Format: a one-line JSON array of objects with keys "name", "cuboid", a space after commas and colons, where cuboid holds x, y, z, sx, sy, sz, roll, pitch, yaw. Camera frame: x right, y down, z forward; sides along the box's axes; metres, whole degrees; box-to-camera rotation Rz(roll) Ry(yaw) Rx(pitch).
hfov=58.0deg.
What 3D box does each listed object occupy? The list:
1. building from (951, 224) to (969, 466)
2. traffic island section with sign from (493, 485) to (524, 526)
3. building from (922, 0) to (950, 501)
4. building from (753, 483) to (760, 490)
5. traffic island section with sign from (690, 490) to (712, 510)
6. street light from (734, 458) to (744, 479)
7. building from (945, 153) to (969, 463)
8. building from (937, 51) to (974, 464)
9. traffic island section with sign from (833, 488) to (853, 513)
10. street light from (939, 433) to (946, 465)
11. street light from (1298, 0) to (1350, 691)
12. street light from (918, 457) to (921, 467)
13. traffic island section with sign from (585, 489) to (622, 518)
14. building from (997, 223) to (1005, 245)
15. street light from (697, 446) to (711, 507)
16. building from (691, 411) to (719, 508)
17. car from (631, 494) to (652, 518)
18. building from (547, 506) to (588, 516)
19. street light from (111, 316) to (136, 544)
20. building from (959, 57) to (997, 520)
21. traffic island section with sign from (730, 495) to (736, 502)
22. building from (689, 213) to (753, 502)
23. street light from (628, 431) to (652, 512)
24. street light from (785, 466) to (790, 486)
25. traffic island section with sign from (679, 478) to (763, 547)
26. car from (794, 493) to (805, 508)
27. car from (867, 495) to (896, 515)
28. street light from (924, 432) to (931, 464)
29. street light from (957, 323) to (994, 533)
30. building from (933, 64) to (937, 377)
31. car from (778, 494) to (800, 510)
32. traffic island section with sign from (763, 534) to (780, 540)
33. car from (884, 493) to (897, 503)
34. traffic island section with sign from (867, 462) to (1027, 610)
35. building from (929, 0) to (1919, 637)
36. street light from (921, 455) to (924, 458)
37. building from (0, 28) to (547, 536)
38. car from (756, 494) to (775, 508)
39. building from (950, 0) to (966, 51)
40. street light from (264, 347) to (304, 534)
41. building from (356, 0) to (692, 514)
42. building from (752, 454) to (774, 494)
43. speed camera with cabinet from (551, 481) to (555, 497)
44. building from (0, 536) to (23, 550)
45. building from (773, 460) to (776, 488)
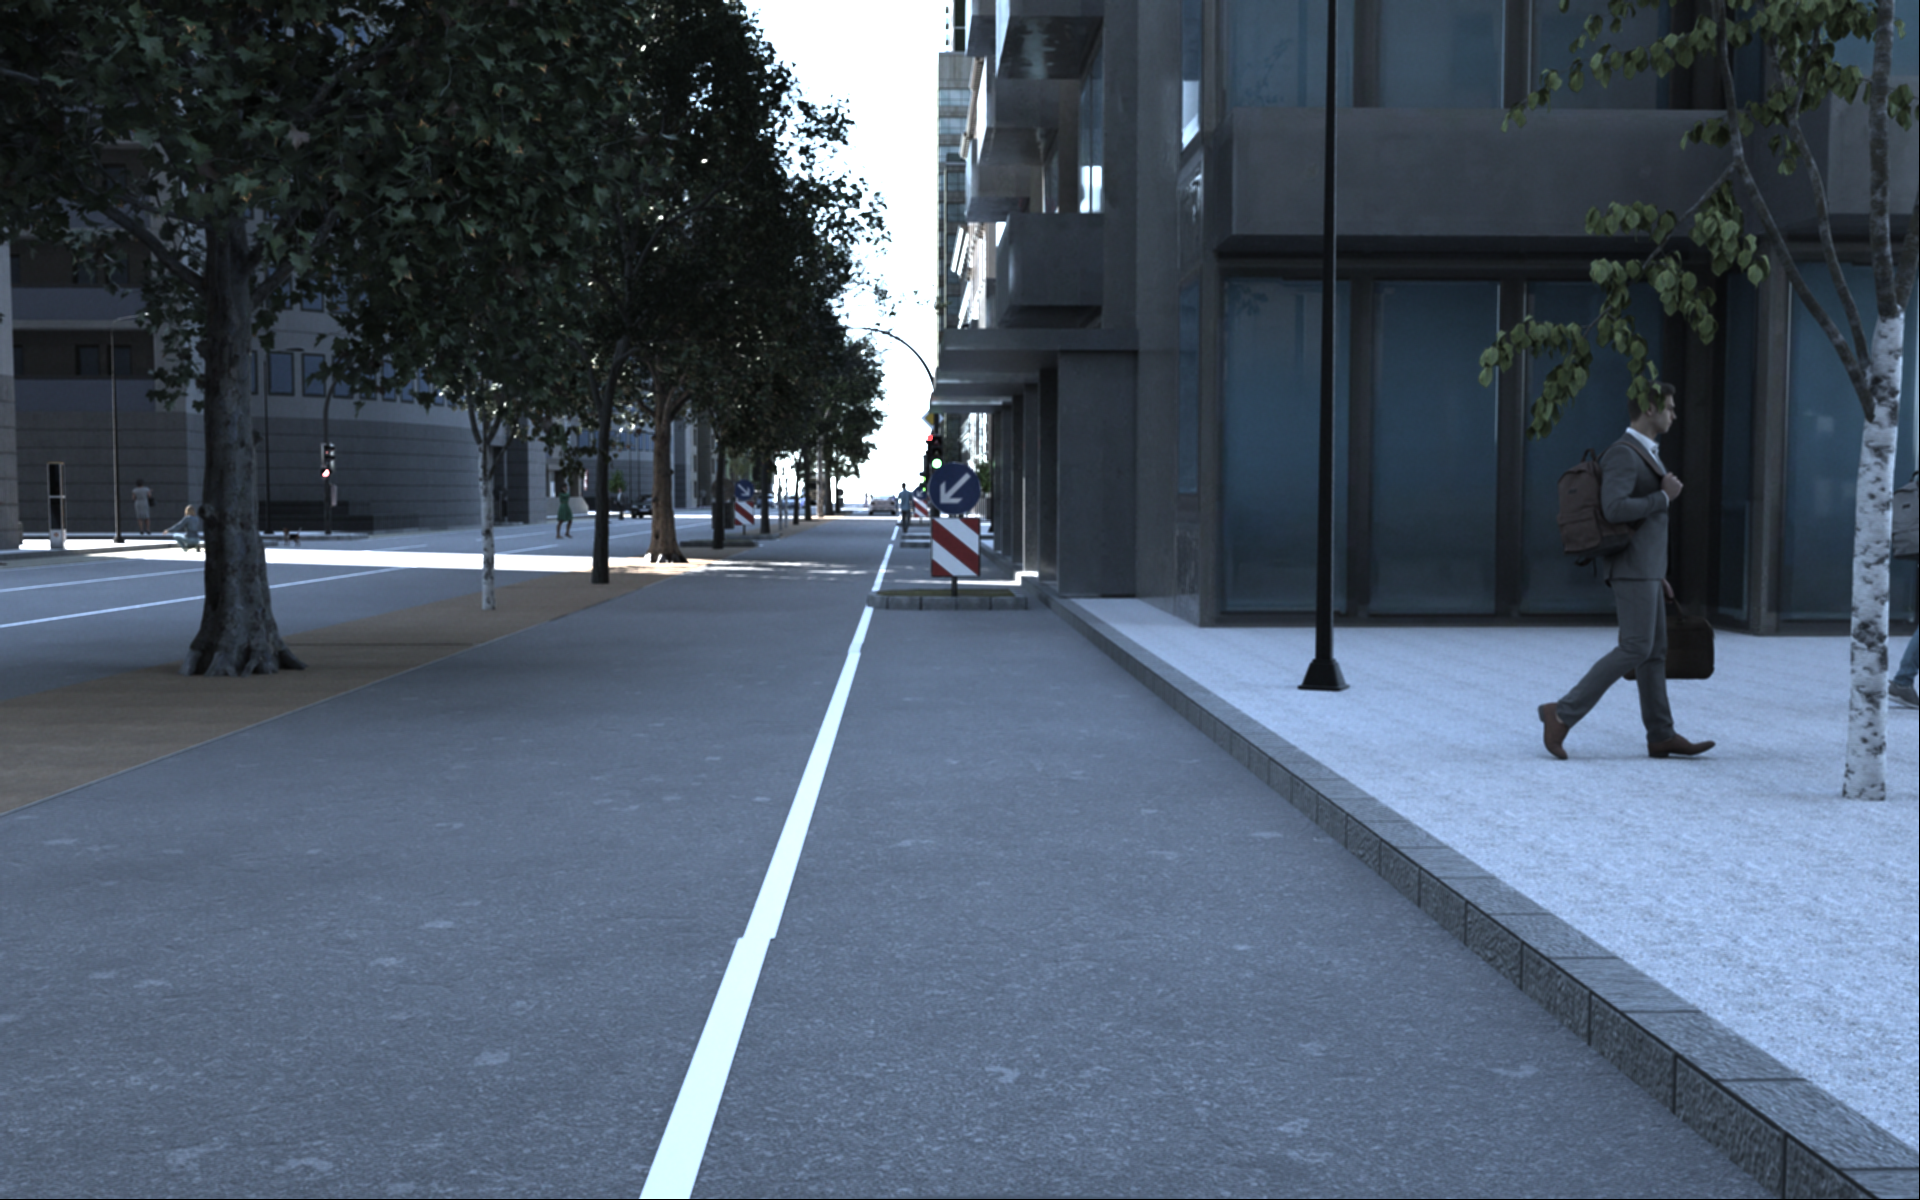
[{"name": "building", "cuboid": [5.431, -17.342, 119.701, 11.583, 22.565, 21.152, 0, 4, -2]}, {"name": "traffic island section with sign", "cuboid": [-20.687, -4.222, 77.664, 1.989, 1.847, 2.006, 0, 4, -2]}, {"name": "building", "cuboid": [5.291, -58.739, 273.061, 22.319, 86.520, 31.000, 0, 4, -2]}, {"name": "building", "cuboid": [-44.388, -33.466, 239.051, 32.217, 40.220, 23.993, 0, 4, -2]}, {"name": "traffic island section with sign", "cuboid": [-22.982, -8.929, 154.611, 1.989, 1.847, 2.006, 0, 4, -2]}, {"name": "street light", "cuboid": [-25.892, -14.119, 203.379, 1.470, 5.913, 1.316, 0, 4, -2]}, {"name": "building", "cuboid": [5.660, -23.125, 149.790, 14.160, 30.474, 14.107, 0, 4, -2]}, {"name": "building", "cuboid": [4.799, -29.386, 164.061, 14.154, 41.232, 14.086, 0, 4, -2]}, {"name": "traffic island section with sign", "cuboid": [-9.020, -7.449, 129.924, 2.006, 1.907, 1.989, 0, 4, -2]}, {"name": "street light", "cuboid": [-0.544, -7.400, 93.531, 1.470, 5.913, 1.316, 0, 4, -2]}, {"name": "street light", "cuboid": [1.862, -2.368, 11.251, 1.470, 5.913, 1.316, 0, 4, -2]}, {"name": "street light", "cuboid": [-4.309, -15.027, 218.232, 1.470, 5.913, 1.316, 0, 4, -2]}, {"name": "traffic island section with sign", "cuboid": [-21.497, -5.870, 104.607, 1.989, 1.847, 2.006, 0, 4, -2]}, {"name": "building", "cuboid": [23.138, -17.544, 63.257, 44.131, 29.872, 17.030, 0, 4, -2]}, {"name": "street light", "cuboid": [-24.704, -11.882, 166.810, 1.470, 5.913, 1.316, 0, 4, -2]}, {"name": "building", "cuboid": [-39.450, -20.056, 172.962, 27.650, 21.520, 28.899, 0, 4, -2]}, {"name": "car", "cuboid": [-18.464, -5.700, 102.988, 2.009, 1.686, 4.222, 0, 4, -1]}, {"name": "building", "cuboid": [-40.044, -25.201, 103.923, 32.217, 40.220, 23.993, 0, 4, -2]}, {"name": "street light", "cuboid": [-21.166, -4.403, 44.530, 1.470, 5.913, 1.316, 0, 4, -2]}, {"name": "building", "cuboid": [6.551, -18.302, 96.495, 12.463, 27.353, 25.104, 0, 4, -2]}, {"name": "traffic island section with sign", "cuboid": [-23.804, -10.587, 181.729, 1.989, 1.847, 2.006, 0, 4, -2]}, {"name": "building", "cuboid": [-34.076, -32.803, 219.925, 14.154, 41.232, 14.086, 0, 4, -2]}, {"name": "street light", "cuboid": [-23.603, -9.437, 126.830, 1.470, 5.913, 1.316, 0, 4, -2]}, {"name": "street light", "cuboid": [-28.340, -19.233, 287.007, 1.470, 5.913, 1.316, 0, 4, -2]}, {"name": "traffic island section with sign", "cuboid": [-6.557, -2.402, 47.414, 2.006, 1.907, 1.989, 0, 4, -2]}, {"name": "car", "cuboid": [-16.329, -10.005, 173.180, 1.945, 1.707, 3.694, 0, 4, 0]}, {"name": "car", "cuboid": [-5.402, -6.603, 120.319, 2.083, 1.381, 4.827, 0, 4, -3]}, {"name": "street light", "cuboid": [-1.830, -9.921, 134.755, 1.470, 5.913, 1.316, 0, 4, -2]}, {"name": "street light", "cuboid": [0.736, -4.568, 47.228, 1.470, 5.913, 1.316, 0, 4, -2]}, {"name": "building", "cuboid": [4.316, -32.293, 178.093, 14.600, 45.320, 14.200, 0, 4, -2]}, {"name": "car", "cuboid": [-15.687, -9.000, 159.150, 2.014, 1.417, 4.499, 0, 4, 0]}, {"name": "traffic island section with sign", "cuboid": [-6.768, -2.855, 54.819, 2.006, 1.907, 1.989, 0, 4, -2]}, {"name": "car", "cuboid": [-7.716, -11.058, 190.392, 1.945, 1.707, 3.694, 0, 3, 0]}, {"name": "traffic island section with sign", "cuboid": [-0.194, -0.837, 22.312, 1.989, 1.847, 2.006, 0, 4, -2]}, {"name": "building", "cuboid": [11.452, -24.996, 28.297, 23.786, 49.044, 30.456, 0, 4, -2]}, {"name": "street light", "cuboid": [-2.856, -12.131, 170.886, 1.470, 5.913, 1.316, 0, 4, -2]}, {"name": "building", "cuboid": [-30.510, -32.269, 69.594, 21.231, 58.520, 28.212, 0, 4, -2]}, {"name": "car", "cuboid": [-19.865, -10.110, 177.296, 2.014, 1.417, 4.499, 0, 4, -2]}, {"name": "building", "cuboid": [7.080, -46.296, 195.188, 20.563, 71.187, 20.611, 0, 4, -2]}, {"name": "street light", "cuboid": [-21.465, -5.042, 54.984, 1.470, 5.913, 1.316, 0, 4, -2]}, {"name": "building", "cuboid": [-34.769, -36.780, 143.359, 21.231, 58.520, 28.212, 0, 4, -2]}, {"name": "building", "cuboid": [-35.502, -29.794, 258.833, 14.160, 30.474, 14.107, 0, 4, -2]}, {"name": "speed camera with cabinet", "cuboid": [-29.124, -8.008, 125.270, 0.660, 3.252, 2.038, -3, 5, -42]}, {"name": "building", "cuboid": [-35.710, -30.065, 33.565, 28.212, 58.520, 21.231, 0, 4, -2]}, {"name": "building", "cuboid": [-36.635, -38.089, 272.870, 14.600, 45.320, 14.200, 0, 4, -2]}]
